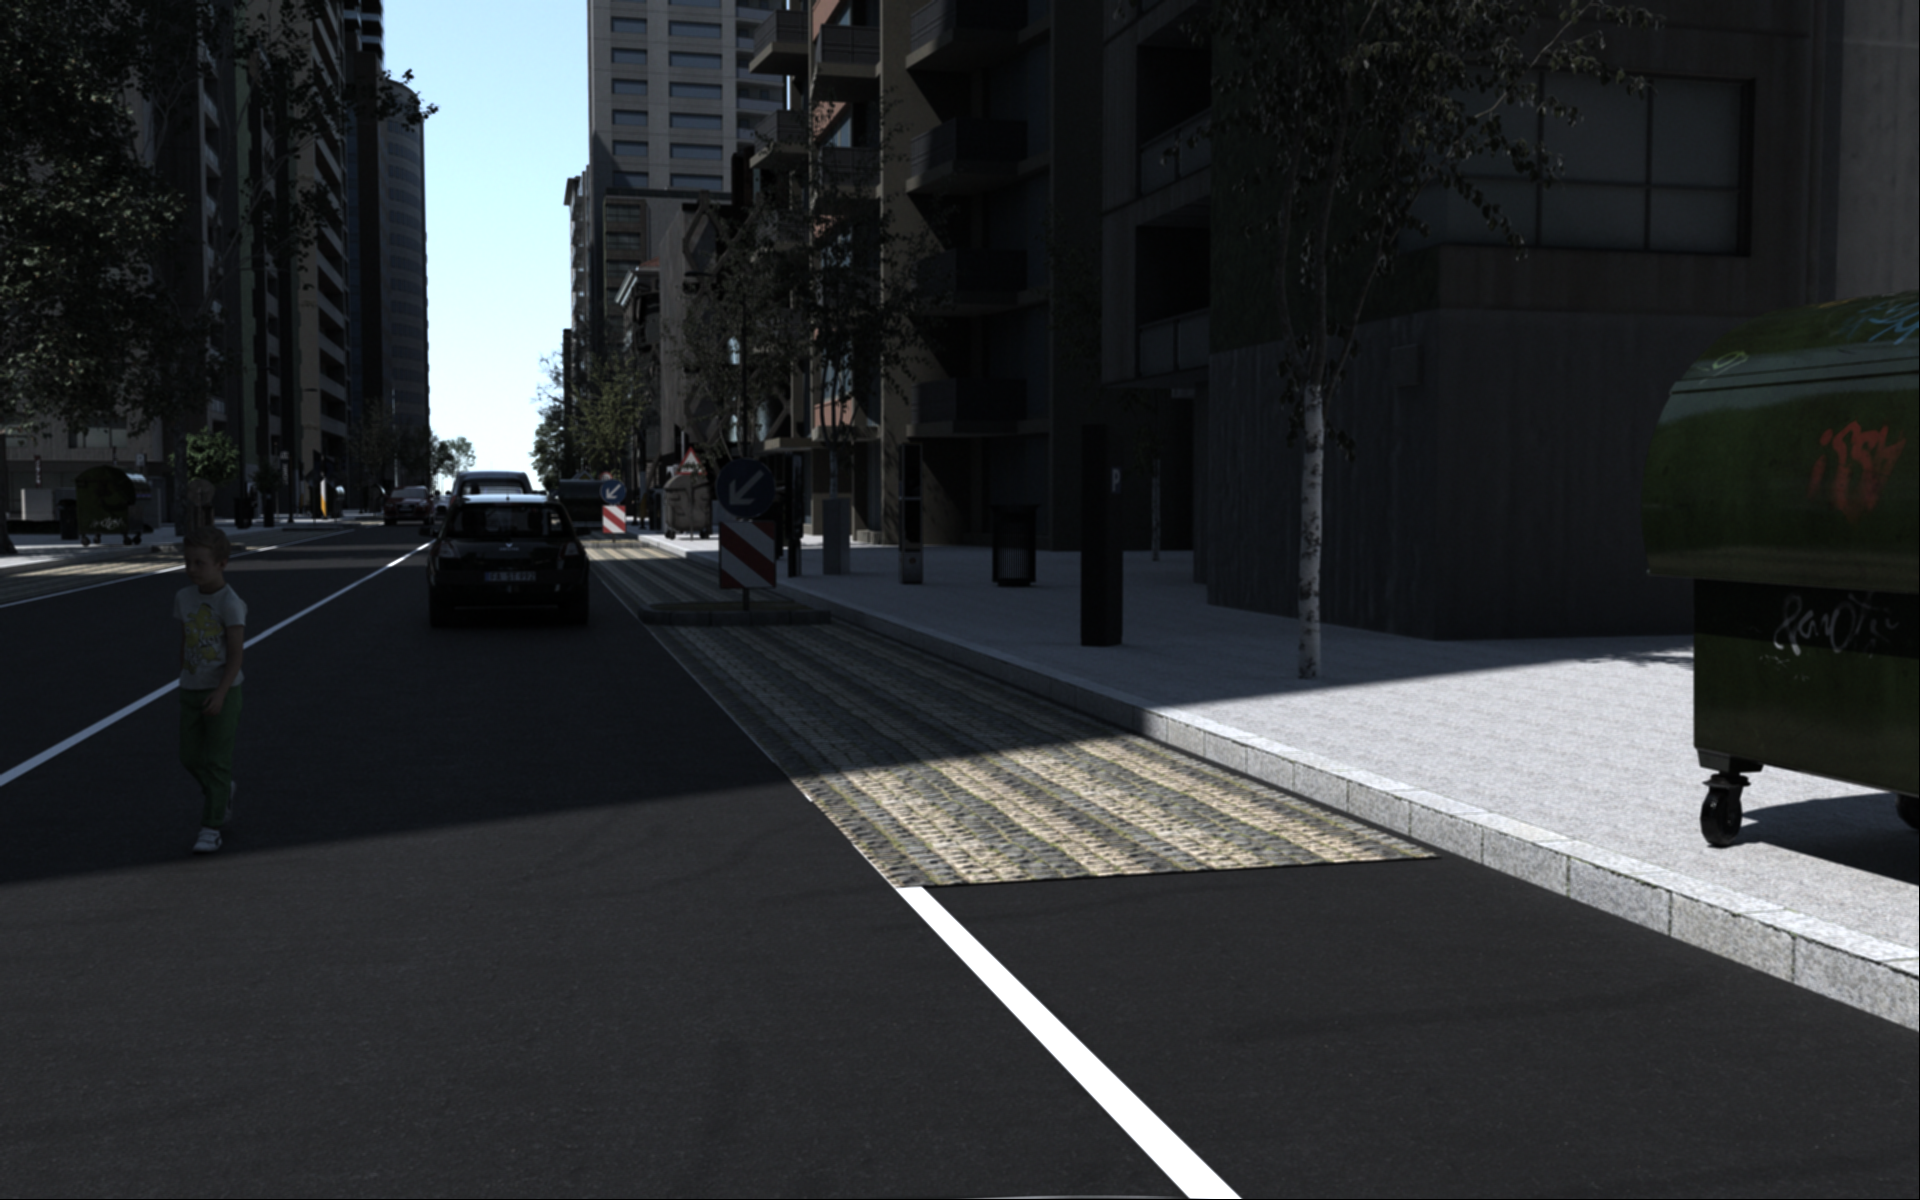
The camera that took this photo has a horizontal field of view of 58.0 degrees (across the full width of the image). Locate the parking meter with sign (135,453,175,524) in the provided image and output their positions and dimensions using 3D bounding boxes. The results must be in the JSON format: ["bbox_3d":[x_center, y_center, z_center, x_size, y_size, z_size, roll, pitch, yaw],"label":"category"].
[{"bbox_3d":[-34.864,-4.828,75.194,0.543,3.016,1.738,1,4,21],"label":"parking meter with sign"}]

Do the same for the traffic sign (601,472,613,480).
[{"bbox_3d":[-20.027,-5.990,98.040,0.768,2.556,0.104,0,4,-7],"label":"traffic sign"}]

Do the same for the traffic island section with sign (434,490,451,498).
[{"bbox_3d":[-51.762,-9.978,171.774,1.989,1.847,2.006,-1,4,-14],"label":"traffic island section with sign"}]

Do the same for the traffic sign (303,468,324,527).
[{"bbox_3d":[-25.203,-3.910,67.578,0.795,2.450,0.064,-1,4,-14],"label":"traffic sign"}]

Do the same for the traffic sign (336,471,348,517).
[{"bbox_3d":[-34.071,-5.825,95.352,0.768,2.556,0.104,-1,4,-12],"label":"traffic sign"}]

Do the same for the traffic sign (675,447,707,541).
[{"bbox_3d":[-7.375,-2.907,47.531,0.884,2.594,0.081,0,4,-6],"label":"traffic sign"}]

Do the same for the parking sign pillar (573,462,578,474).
[{"bbox_3d":[-32.787,-9.736,147.657,1.447,3.967,1.447,-1,4,-13],"label":"parking sign pillar"}]

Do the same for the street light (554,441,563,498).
[{"bbox_3d":[-35.803,-11.279,156.949,1.470,5.913,1.316,-1,4,-14],"label":"street light"}]

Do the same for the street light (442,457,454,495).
[{"bbox_3d":[-68.063,-15.719,229.539,1.470,5.913,1.316,-1,4,-14],"label":"street light"}]

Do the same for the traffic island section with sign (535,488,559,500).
[{"bbox_3d":[-29.750,-7.189,126.162,1.989,1.847,2.006,-1,4,-14],"label":"traffic island section with sign"}]

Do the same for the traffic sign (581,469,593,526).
[{"bbox_3d":[-15.173,-4.065,70.102,0.795,2.450,0.064,-1,4,-14],"label":"traffic sign"}]

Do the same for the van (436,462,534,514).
[{"bbox_3d":[-8.697,-1.540,32.197,2.013,2.044,4.112,-1,4,-16],"label":"van"}]

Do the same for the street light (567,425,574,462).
[{"bbox_3d":[-25.680,-8.837,117.027,1.470,5.913,1.316,-1,4,-14],"label":"street light"}]

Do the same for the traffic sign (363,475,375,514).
[{"bbox_3d":[-38.657,-6.926,113.351,0.768,2.556,0.104,-1,4,-12],"label":"traffic sign"}]

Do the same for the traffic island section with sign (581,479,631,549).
[{"bbox_3d":[-9.378,-2.296,46.160,1.989,1.847,2.006,-1,4,-14],"label":"traffic island section with sign"}]

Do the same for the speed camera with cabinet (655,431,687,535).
[{"bbox_3d":[-9.150,-3.708,54.960,0.660,3.252,2.038,-2,4,-26],"label":"speed camera with cabinet"}]

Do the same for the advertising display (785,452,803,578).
[{"bbox_3d":[-2.582,-1.332,26.994,0.123,1.923,0.974,0,4,4],"label":"advertising display"}]

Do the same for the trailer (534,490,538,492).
[{"bbox_3d":[-67.952,-16.499,276.814,1.471,1.999,3.904,-1,4,-12],"label":"trailer"}]

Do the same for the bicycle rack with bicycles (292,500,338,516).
[{"bbox_3d":[-37.429,-5.343,100.734,2.925,0.926,2.852,-2,4,-26],"label":"bicycle rack with bicycles"}]

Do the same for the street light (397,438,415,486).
[{"bbox_3d":[-47.505,-10.791,148.966,1.470,5.913,1.316,-1,4,-14],"label":"street light"}]

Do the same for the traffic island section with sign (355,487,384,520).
[{"bbox_3d":[-32.597,-5.376,96.531,1.989,1.847,2.006,-1,4,-14],"label":"traffic island section with sign"}]

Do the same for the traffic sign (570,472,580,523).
[{"bbox_3d":[-17.143,-4.538,77.841,0.795,2.450,0.064,-1,4,-14],"label":"traffic sign"}]

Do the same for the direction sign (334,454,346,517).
[{"bbox_3d":[-35.252,-6.521,98.614,0.876,3.537,0.379,2,4,27],"label":"direction sign"}]

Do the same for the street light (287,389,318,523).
[{"bbox_3d":[-28.942,-6.341,76.211,1.470,5.913,1.316,-1,4,-14],"label":"street light"}]

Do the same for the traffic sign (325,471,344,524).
[{"bbox_3d":[-27.174,-4.384,75.317,0.795,2.450,0.064,-1,4,-14],"label":"traffic sign"}]

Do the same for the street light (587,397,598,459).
[{"bbox_3d":[-17.051,-6.769,83.207,1.470,5.913,1.316,-1,4,-14],"label":"street light"}]

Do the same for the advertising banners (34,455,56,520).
[{"bbox_3d":[-41.556,-5.060,78.918,0.090,3.025,2.074,0,4,3],"label":"advertising banners"}]

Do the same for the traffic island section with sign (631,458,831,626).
[{"bbox_3d":[-2.620,-0.672,19.615,1.989,1.847,2.006,-1,4,-14],"label":"traffic island section with sign"}]

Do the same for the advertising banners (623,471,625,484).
[{"bbox_3d":[-25.336,-8.163,129.657,0.090,3.025,2.074,0,4,3],"label":"advertising banners"}]

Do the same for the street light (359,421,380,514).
[{"bbox_3d":[-37.631,-8.427,110.326,1.470,5.913,1.316,-1,4,-14],"label":"street light"}]

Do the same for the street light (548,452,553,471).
[{"bbox_3d":[-44.502,-13.385,191.382,1.470,5.913,1.316,-1,4,-14],"label":"street light"}]

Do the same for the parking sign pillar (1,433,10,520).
[{"bbox_3d":[-42.942,-5.400,76.759,1.447,3.967,1.447,-1,4,-16],"label":"parking sign pillar"}]

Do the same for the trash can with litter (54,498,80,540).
[{"bbox_3d":[-25.132,-2.289,48.815,0.624,1.170,1.055,-1,4,-22],"label":"trash can with litter"}]

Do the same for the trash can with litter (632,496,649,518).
[{"bbox_3d":[-17.179,-5.025,93.551,0.624,1.170,1.055,1,4,19],"label":"trash can with litter"}]

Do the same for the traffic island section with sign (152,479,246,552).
[{"bbox_3d":[-19.148,-2.142,43.648,1.989,1.847,2.006,-1,4,-14],"label":"traffic island section with sign"}]

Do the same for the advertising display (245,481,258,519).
[{"bbox_3d":[-36.370,-5.118,88.894,0.123,1.923,0.974,1,4,8],"label":"advertising display"}]

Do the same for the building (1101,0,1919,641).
[{"bbox_3d":[9.251,-20.710,22.206,14.154,41.232,14.086,-1,4,-14],"label":"building"}]

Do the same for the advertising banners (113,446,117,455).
[{"bbox_3d":[-30.630,-4.054,62.471,0.090,3.025,2.074,-1,4,-13],"label":"advertising banners"}]

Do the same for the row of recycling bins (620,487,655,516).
[{"bbox_3d":[-18.930,-5.731,100.814,3.534,1.692,1.069,-3,4,-37],"label":"row of recycling bins"}]

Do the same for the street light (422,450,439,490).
[{"bbox_3d":[-56.137,-12.861,182.812,1.470,5.913,1.316,-1,4,-14],"label":"street light"}]

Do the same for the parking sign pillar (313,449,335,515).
[{"bbox_3d":[-37.867,-7.024,103.307,1.447,3.967,1.447,-1,4,-15],"label":"parking sign pillar"}]
